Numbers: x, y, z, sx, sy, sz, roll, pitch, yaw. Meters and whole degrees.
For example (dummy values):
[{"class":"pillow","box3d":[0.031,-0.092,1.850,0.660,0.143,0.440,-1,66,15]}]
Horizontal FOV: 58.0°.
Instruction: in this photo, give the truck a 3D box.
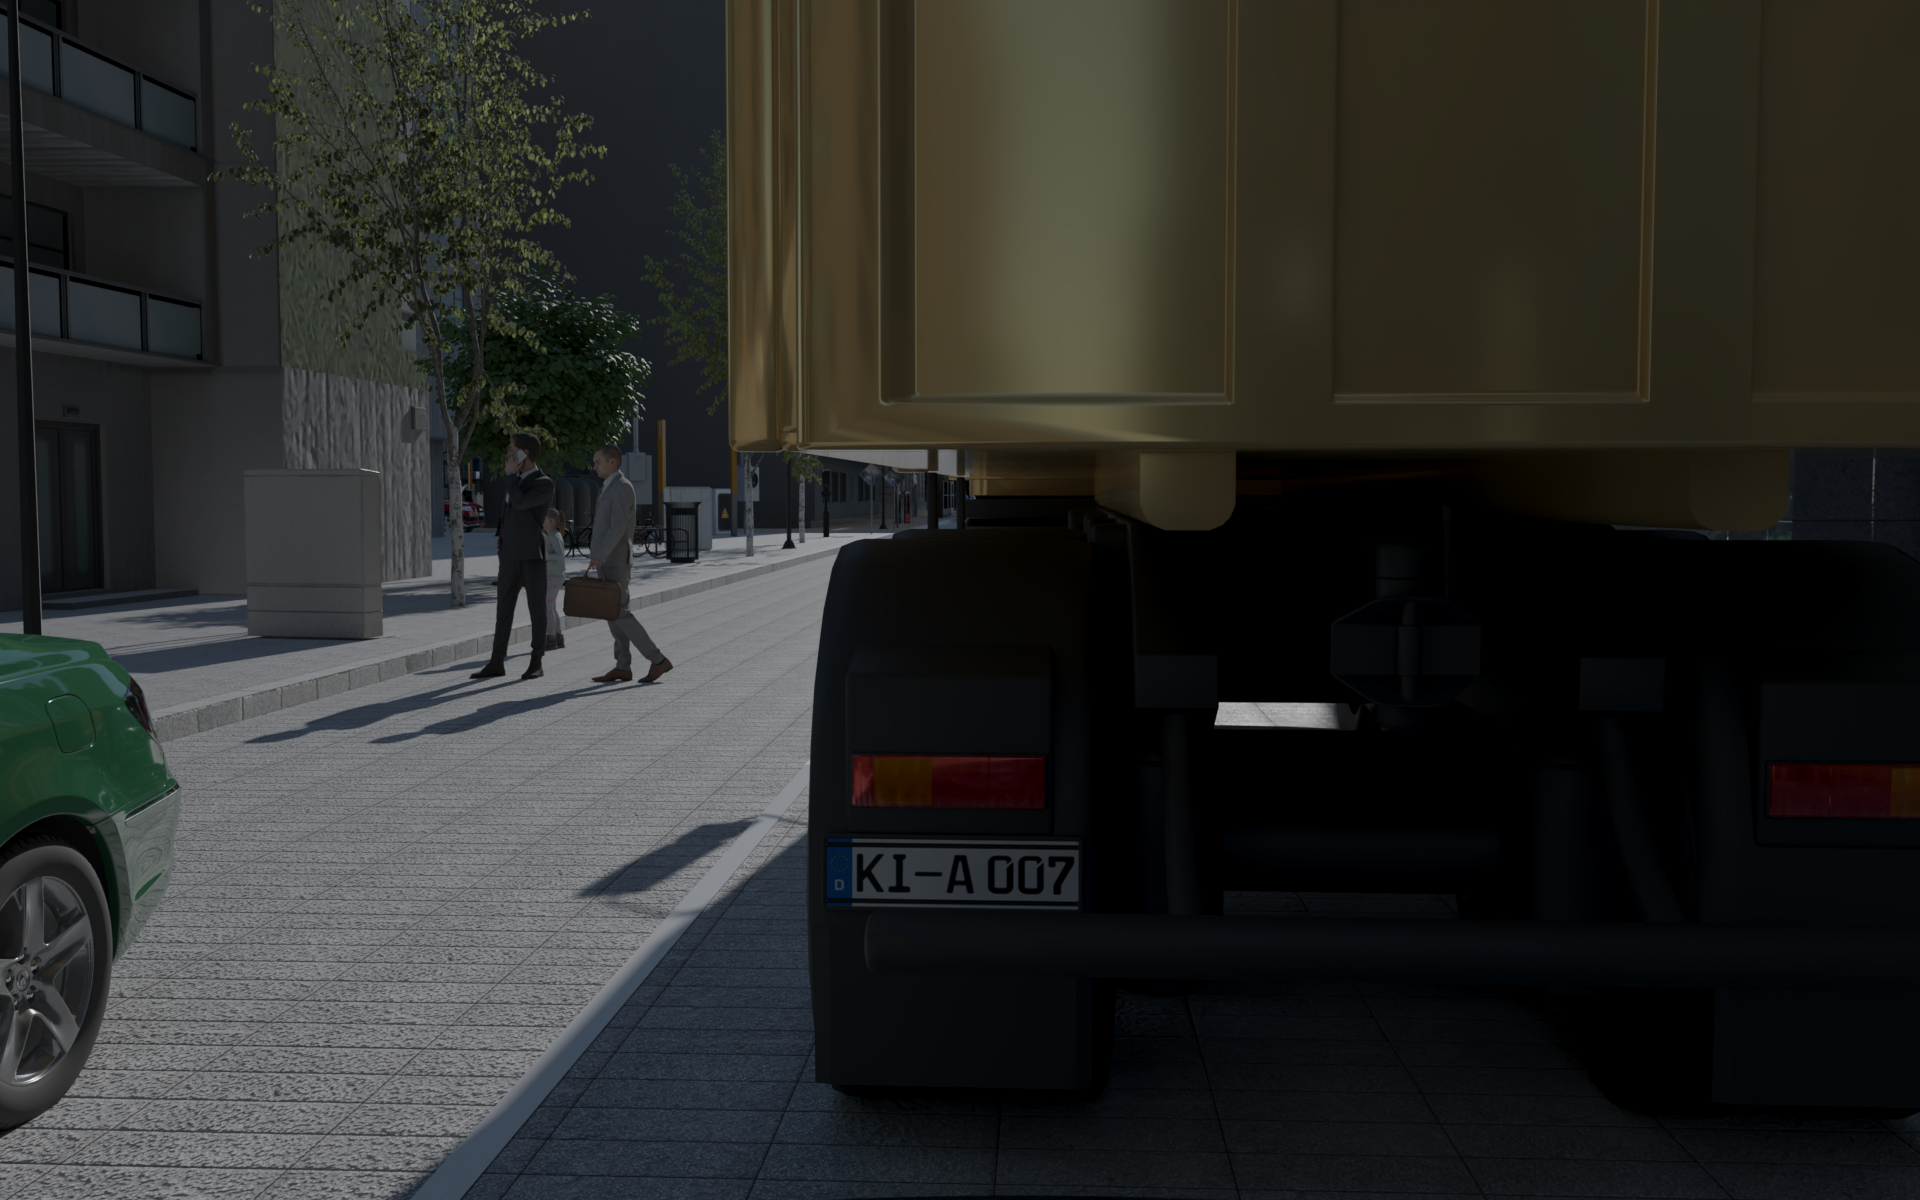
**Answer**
[{"class":"truck","box3d":[1.167,-0.719,7.674,3.469,3.379,9.791,0,4,4]}]

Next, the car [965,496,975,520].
[{"class":"car","box3d":[1.204,-5.303,99.070,2.083,1.381,4.827,0,4,2]}]

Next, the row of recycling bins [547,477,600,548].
[{"class":"row of recycling bins","box3d":[-9.589,-2.118,41.746,1.069,1.692,3.534,1,4,11]}]

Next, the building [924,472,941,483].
[{"class":"building","box3d":[-9.665,-15.241,116.635,16.820,18.784,16.811,0,4,3]}]

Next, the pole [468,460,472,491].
[{"class":"pole","box3d":[-29.008,-6.653,102.621,0.158,3.312,0.155,0,3,0]}]

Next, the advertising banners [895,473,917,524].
[{"class":"advertising banners","box3d":[-2.326,-4.853,75.541,0.090,3.025,2.074,2,4,29]}]

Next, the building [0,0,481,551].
[{"class":"building","box3d":[-21.524,-22.264,47.606,14.086,41.232,14.154,0,4,3]}]

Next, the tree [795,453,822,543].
[{"class":"tree","box3d":[-3.917,-5.805,45.282,4.360,8.622,3.978,0,3,0]}]

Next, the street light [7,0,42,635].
[{"class":"street light","box3d":[-5.066,-2.308,10.282,1.470,5.913,1.316,0,4,3]}]

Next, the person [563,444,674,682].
[{"class":"person","box3d":[-2.639,-0.280,13.202,0.853,1.813,0.709,-2,4,-24]}]

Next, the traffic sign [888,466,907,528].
[{"class":"traffic sign","box3d":[-2.363,-3.995,65.431,0.768,2.556,0.104,1,4,12]}]

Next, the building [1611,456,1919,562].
[{"class":"building","box3d":[11.725,-12.337,19.727,12.078,24.808,19.932,0,4,3]}]

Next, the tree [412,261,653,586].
[{"class":"tree","box3d":[-6.010,-2.496,24.531,4.285,4.588,4.351,0,3,0]}]

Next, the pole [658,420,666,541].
[{"class":"pole","box3d":[-8.196,-3.291,47.650,0.158,3.312,0.155,0,3,0]}]

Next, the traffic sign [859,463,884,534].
[{"class":"traffic sign","box3d":[-2.810,-3.145,55.058,0.795,2.450,0.064,0,4,3]}]

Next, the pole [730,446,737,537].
[{"class":"pole","box3d":[-6.825,-3.570,52.221,0.158,3.312,0.155,0,3,0]}]

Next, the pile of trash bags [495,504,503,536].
[{"class":"pile of trash bags","box3d":[-12.658,-2.678,53.542,1.912,1.369,3.447,2,4,26]}]

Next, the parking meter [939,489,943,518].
[{"class":"parking meter","box3d":[-1.094,-5.078,91.440,0.372,1.533,0.369,0,3,0]}]

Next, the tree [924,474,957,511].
[{"class":"tree","box3d":[-0.076,-13.169,132.317,9.611,12.733,9.660,0,3,0]}]

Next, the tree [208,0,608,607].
[{"class":"tree","box3d":[-5.814,-4.218,19.323,4.360,8.622,3.978,0,3,0]}]

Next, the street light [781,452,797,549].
[{"class":"street light","box3d":[-3.474,-4.154,40.452,1.470,5.913,1.316,0,4,3]}]

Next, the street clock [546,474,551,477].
[{"class":"street clock","box3d":[-14.871,-3.563,62.826,0.358,2.002,0.471,2,4,33]}]

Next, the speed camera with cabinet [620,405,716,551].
[{"class":"speed camera with cabinet","box3d":[-6.672,-2.739,39.124,2.038,3.252,0.660,-1,4,-23]}]

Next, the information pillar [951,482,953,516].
[{"class":"information pillar","box3d":[-0.586,-5.977,102.221,0.304,2.012,0.304,2,4,27]}]

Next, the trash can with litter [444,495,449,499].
[{"class":"trash can with litter","box3d":[-26.170,-4.664,87.318,2.233,1.210,1.678,2,4,28]}]

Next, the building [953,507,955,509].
[{"class":"building","box3d":[-9.993,-30.471,152.817,22.147,44.769,28.867,0,4,3]}]

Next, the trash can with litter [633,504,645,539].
[{"class":"trash can with litter","box3d":[-8.981,-2.221,47.698,0.624,1.170,1.055,-3,5,-43]}]

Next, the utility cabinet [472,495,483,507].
[{"class":"utility cabinet","box3d":[-33.020,-6.605,119.145,1.020,1.237,0.306,0,4,4]}]

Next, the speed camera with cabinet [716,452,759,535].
[{"class":"speed camera with cabinet","box3d":[-7.227,-3.689,54.650,0.660,3.252,2.038,3,4,36]}]

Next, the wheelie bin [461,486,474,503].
[{"class":"wheelie bin","box3d":[-20.530,-3.905,71.762,0.693,1.594,0.980,-2,4,-29]}]

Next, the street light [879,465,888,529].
[{"class":"street light","box3d":[-2.247,-5.523,62.842,1.470,5.913,1.316,0,4,3]}]

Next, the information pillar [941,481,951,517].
[{"class":"information pillar","box3d":[-0.861,-5.647,96.812,0.304,2.012,0.304,-2,4,-25]}]

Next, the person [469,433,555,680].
[{"class":"person","box3d":[-3.442,-0.341,13.443,0.648,1.900,0.474,2,4,34]}]

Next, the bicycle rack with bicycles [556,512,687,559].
[{"class":"bicycle rack with bicycles","box3d":[-6.790,-1.297,34.581,2.925,0.926,2.852,-2,4,-29]}]

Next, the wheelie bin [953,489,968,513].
[{"class":"wheelie bin","box3d":[0.044,-6.575,115.406,0.980,1.594,0.693,0,4,-1]}]

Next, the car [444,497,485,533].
[{"class":"car","box3d":[-18.991,-3.102,59.398,5.304,1.827,2.281,0,4,2]}]

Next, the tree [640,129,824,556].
[{"class":"tree","box3d":[-4.333,-5.188,35.180,4.737,8.622,4.395,0,3,0]}]

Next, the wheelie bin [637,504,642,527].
[{"class":"wheelie bin","box3d":[-9.891,-2.689,51.880,0.693,1.594,0.980,1,4,12]}]

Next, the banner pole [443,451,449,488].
[{"class":"banner pole","box3d":[-26.352,-6.071,89.279,0.401,3.779,0.863,2,4,26]}]

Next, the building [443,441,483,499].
[{"class":"building","box3d":[-53.128,-35.558,205.075,21.600,48.544,21.300,0,4,3]}]

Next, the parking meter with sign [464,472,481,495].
[{"class":"parking meter with sign","box3d":[-37.796,-8.387,133.383,0.543,3.016,1.738,3,5,42]}]

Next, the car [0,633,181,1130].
[{"class":"car","box3d":[-3.083,0.559,2.656,2.131,1.459,4.920,0,4,3]}]

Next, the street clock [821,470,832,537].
[{"class":"street clock","box3d":[-3.977,-2.868,51.461,0.358,2.002,0.471,0,4,-4]}]

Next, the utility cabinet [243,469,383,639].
[{"class":"utility cabinet","box3d":[-5.736,-0.410,15.382,1.173,1.500,0.318,1,4,14]}]

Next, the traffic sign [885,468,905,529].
[{"class":"traffic sign","box3d":[-2.389,-3.632,63.032,0.795,2.450,0.064,0,4,3]}]

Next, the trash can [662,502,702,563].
[{"class":"trash can","box3d":[-5.190,-1.267,32.361,0.748,1.137,0.748,0,3,0]}]

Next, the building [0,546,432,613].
[{"class":"building","box3d":[-15.609,-20.534,19.331,14.154,41.232,14.086,0,4,3]}]

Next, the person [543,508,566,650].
[{"class":"person","box3d":[-3.790,-0.197,15.995,0.394,1.301,0.425,-3,5,-42]}]

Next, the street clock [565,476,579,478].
[{"class":"street clock","box3d":[-12.543,-3.148,56.034,0.358,2.002,0.471,1,4,18]}]

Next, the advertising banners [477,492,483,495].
[{"class":"advertising banners","box3d":[-37.084,-8.485,134.918,2.074,3.025,0.090,3,5,44]}]

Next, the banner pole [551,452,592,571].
[{"class":"banner pole","box3d":[-6.561,-2.376,28.857,0.863,3.779,0.401,0,4,5]}]

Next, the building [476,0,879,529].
[{"class":"building","box3d":[-10.220,-17.250,75.547,14.314,27.812,24.014,0,4,3]}]

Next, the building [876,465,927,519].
[{"class":"building","box3d":[-7.231,-14.230,97.295,10.561,19.102,19.286,0,4,3]}]
